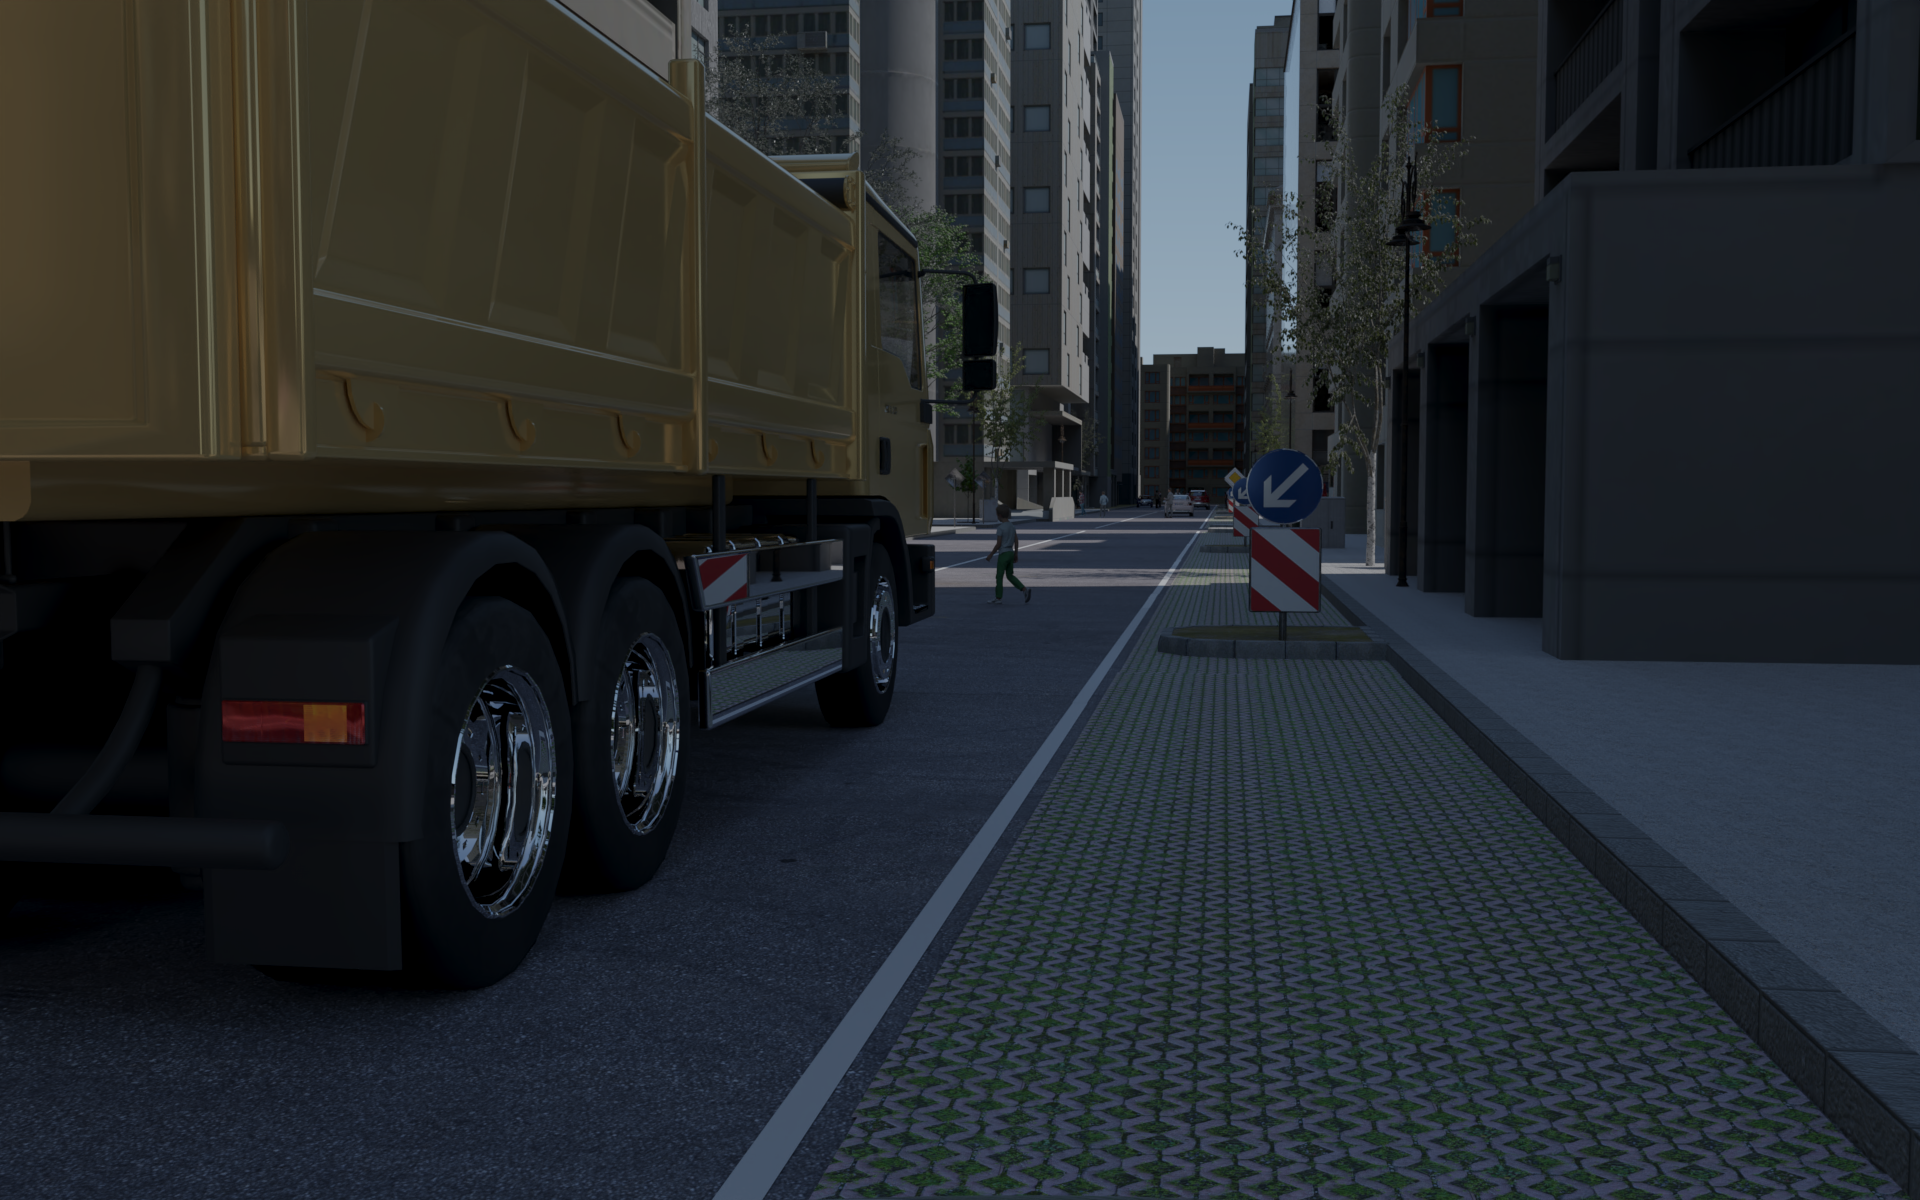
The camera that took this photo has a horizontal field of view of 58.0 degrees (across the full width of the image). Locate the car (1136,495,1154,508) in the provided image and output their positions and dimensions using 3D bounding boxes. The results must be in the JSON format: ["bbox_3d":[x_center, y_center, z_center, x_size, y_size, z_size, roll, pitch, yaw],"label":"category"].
[{"bbox_3d":[19.575,-10.449,183.425,1.945,1.354,3.894,0,4,7],"label":"car"}]

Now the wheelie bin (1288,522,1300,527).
[{"bbox_3d":[11.431,-3.086,58.364,0.980,1.594,0.693,0,4,-7],"label":"wheelie bin"}]

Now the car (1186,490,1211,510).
[{"bbox_3d":[21.697,-9.105,157.537,2.281,1.827,5.304,1,4,10],"label":"car"}]

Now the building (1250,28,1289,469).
[{"bbox_3d":[33.247,-28.850,155.296,14.154,41.232,14.086,1,4,9],"label":"building"}]

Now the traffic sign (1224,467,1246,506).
[{"bbox_3d":[10.272,-3.738,64.762,0.795,2.450,0.064,1,4,9],"label":"traffic sign"}]

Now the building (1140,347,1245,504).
[{"bbox_3d":[35.291,-24.351,243.185,28.899,21.520,27.650,1,4,9],"label":"building"}]

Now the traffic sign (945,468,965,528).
[{"bbox_3d":[-0.198,-3.837,66.375,0.795,2.450,0.064,1,4,9],"label":"traffic sign"}]

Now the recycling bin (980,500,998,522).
[{"bbox_3d":[1.305,-4.063,78.983,0.722,1.027,0.722,-1,4,-10],"label":"recycling bin"}]

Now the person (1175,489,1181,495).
[{"bbox_3d":[17.328,-7.940,138.192,0.514,1.842,0.818,-3,5,-41],"label":"person"}]

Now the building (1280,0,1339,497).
[{"bbox_3d":[32.217,-16.759,78.533,34.151,26.468,19.350,1,4,9],"label":"building"}]

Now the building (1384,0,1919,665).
[{"bbox_3d":[15.407,-35.223,14.142,20.563,71.187,20.611,1,4,9],"label":"building"}]

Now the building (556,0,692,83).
[{"bbox_3d":[-17.329,-24.485,24.024,21.300,48.544,21.600,1,4,9],"label":"building"}]

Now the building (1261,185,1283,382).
[{"bbox_3d":[29.608,-20.537,133.039,12.463,27.353,25.104,1,4,9],"label":"building"}]

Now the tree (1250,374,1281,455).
[{"bbox_3d":[19.015,-9.252,101.632,4.737,8.622,4.395,0,3,0],"label":"tree"}]

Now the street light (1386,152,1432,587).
[{"bbox_3d":[6.140,-3.123,23.855,0.468,5.910,1.993,1,4,9],"label":"street light"}]

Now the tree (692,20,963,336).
[{"bbox_3d":[-5.015,-8.235,45.017,12.009,13.543,11.850,0,3,0],"label":"tree"}]

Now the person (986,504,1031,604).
[{"bbox_3d":[0.636,-0.602,22.590,0.590,1.304,0.306,1,4,19],"label":"person"}]

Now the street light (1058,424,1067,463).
[{"bbox_3d":[6.704,-8.614,113.633,0.468,5.910,1.993,1,4,9],"label":"street light"}]

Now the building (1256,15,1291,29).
[{"bbox_3d":[39.867,-33.540,172.080,21.300,48.544,21.600,1,4,9],"label":"building"}]

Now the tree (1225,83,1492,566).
[{"bbox_3d":[7.106,-4.917,30.760,4.360,8.622,3.978,0,3,0],"label":"tree"}]

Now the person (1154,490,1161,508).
[{"bbox_3d":[19.692,-10.053,172.879,0.705,1.823,1.348,-1,4,-23],"label":"person"}]

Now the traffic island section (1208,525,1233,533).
[{"bbox_3d":[10.297,-2.603,64.835,2.009,0.180,2.903,1,4,9],"label":"traffic island section"}]

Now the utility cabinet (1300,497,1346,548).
[{"bbox_3d":[8.592,-1.827,41.034,1.020,1.237,0.306,0,4,1],"label":"utility cabinet"}]

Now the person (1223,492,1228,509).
[{"bbox_3d":[25.626,-9.617,167.212,0.415,1.643,0.593,0,4,-6],"label":"person"}]

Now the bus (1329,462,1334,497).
[{"bbox_3d":[21.167,-4.428,67.262,13.247,3.499,2.948,0,4,7],"label":"bus"}]

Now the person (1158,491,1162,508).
[{"bbox_3d":[20.878,-10.570,182.124,0.742,1.727,0.445,2,4,32],"label":"person"}]

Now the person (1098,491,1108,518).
[{"bbox_3d":[8.629,-5.745,104.236,0.589,1.601,0.330,-1,4,-14],"label":"person"}]

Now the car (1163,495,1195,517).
[{"bbox_3d":[14.124,-6.071,111.629,2.083,1.381,4.827,0,4,7],"label":"car"}]

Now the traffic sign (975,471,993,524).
[{"bbox_3d":[1.008,-4.320,74.269,0.795,2.450,0.064,1,4,9],"label":"traffic sign"}]

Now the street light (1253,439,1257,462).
[{"bbox_3d":[24.917,-10.608,146.234,0.468,5.910,1.993,1,4,9],"label":"street light"}]

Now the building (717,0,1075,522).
[{"bbox_3d":[-10.089,-24.829,97.831,32.217,40.220,23.993,1,4,9],"label":"building"}]

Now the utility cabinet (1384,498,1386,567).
[{"bbox_3d":[7.802,-1.149,29.947,0.306,1.237,1.020,-2,4,-30],"label":"utility cabinet"}]

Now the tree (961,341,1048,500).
[{"bbox_3d":[1.953,-8.046,81.919,4.737,8.622,4.395,0,3,0],"label":"tree"}]

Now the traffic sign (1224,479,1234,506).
[{"bbox_3d":[11.478,-4.221,72.655,0.795,2.450,0.064,1,4,9],"label":"traffic sign"}]

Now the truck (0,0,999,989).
[{"bbox_3d":[-2.001,-0.785,8.760,3.469,3.379,9.791,1,4,9],"label":"truck"}]

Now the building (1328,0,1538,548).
[{"bbox_3d":[25.095,-12.368,47.255,27.650,21.520,28.899,1,4,9],"label":"building"}]

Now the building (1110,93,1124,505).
[{"bbox_3d":[10.628,-33.079,190.953,14.600,45.320,14.200,1,4,9],"label":"building"}]

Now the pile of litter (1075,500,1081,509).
[{"bbox_3d":[9.910,-8.172,147.577,1.176,0.858,1.719,2,4,29],"label":"pile of litter"}]

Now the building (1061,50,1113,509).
[{"bbox_3d":[6.252,-28.901,156.128,14.154,41.232,14.086,1,4,9],"label":"building"}]

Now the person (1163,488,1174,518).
[{"bbox_3d":[12.417,-5.774,103.110,0.583,1.804,0.606,2,4,32],"label":"person"}]

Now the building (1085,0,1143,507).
[{"bbox_3d":[11.708,-47.477,214.493,20.611,71.187,20.563,1,4,9],"label":"building"}]

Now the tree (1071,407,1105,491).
[{"bbox_3d":[10.083,-11.970,146.077,4.360,8.622,3.978,0,3,0],"label":"tree"}]

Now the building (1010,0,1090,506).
[{"bbox_3d":[-4.432,-33.114,130.657,28.713,52.752,27.495,1,4,9],"label":"building"}]

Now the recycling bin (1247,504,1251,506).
[{"bbox_3d":[23.146,-7.641,137.483,0.722,1.027,0.722,2,4,25],"label":"recycling bin"}]

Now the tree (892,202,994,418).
[{"bbox_3d":[-2.407,-8.126,58.619,9.928,11.665,9.643,0,3,0],"label":"tree"}]

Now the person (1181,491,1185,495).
[{"bbox_3d":[24.790,-11.222,191.988,0.705,1.823,1.348,3,5,44],"label":"person"}]

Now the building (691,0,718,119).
[{"bbox_3d":[-16.282,-23.026,60.073,14.086,41.232,14.154,1,4,9],"label":"building"}]

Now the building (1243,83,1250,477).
[{"bbox_3d":[42.966,-34.918,194.610,21.300,48.544,21.600,1,4,9],"label":"building"}]

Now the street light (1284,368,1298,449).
[{"bbox_3d":[12.128,-5.557,63.644,0.468,5.910,1.993,1,4,9],"label":"street light"}]

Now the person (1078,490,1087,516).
[{"bbox_3d":[7.897,-6.259,111.672,0.643,1.720,0.563,0,4,-7],"label":"person"}]

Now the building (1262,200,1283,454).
[{"bbox_3d":[24.671,-16.082,112.088,9.793,20.994,18.267,1,4,9],"label":"building"}]

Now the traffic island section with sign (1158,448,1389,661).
[{"bbox_3d":[2.836,-0.443,15.864,1.989,1.847,2.006,1,4,9],"label":"traffic island section with sign"}]

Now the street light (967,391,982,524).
[{"bbox_3d":[0.597,-6.223,74.526,0.468,5.910,1.993,1,4,9],"label":"street light"}]

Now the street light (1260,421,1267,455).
[{"bbox_3d":[18.787,-8.217,107.131,0.468,5.910,1.993,1,4,9],"label":"street light"}]

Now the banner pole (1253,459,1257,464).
[{"bbox_3d":[20.876,-8.114,122.686,0.401,3.779,0.863,2,4,24],"label":"banner pole"}]

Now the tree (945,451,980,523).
[{"bbox_3d":[0.398,-5.059,77.318,1.663,3.219,1.824,0,3,0],"label":"tree"}]
